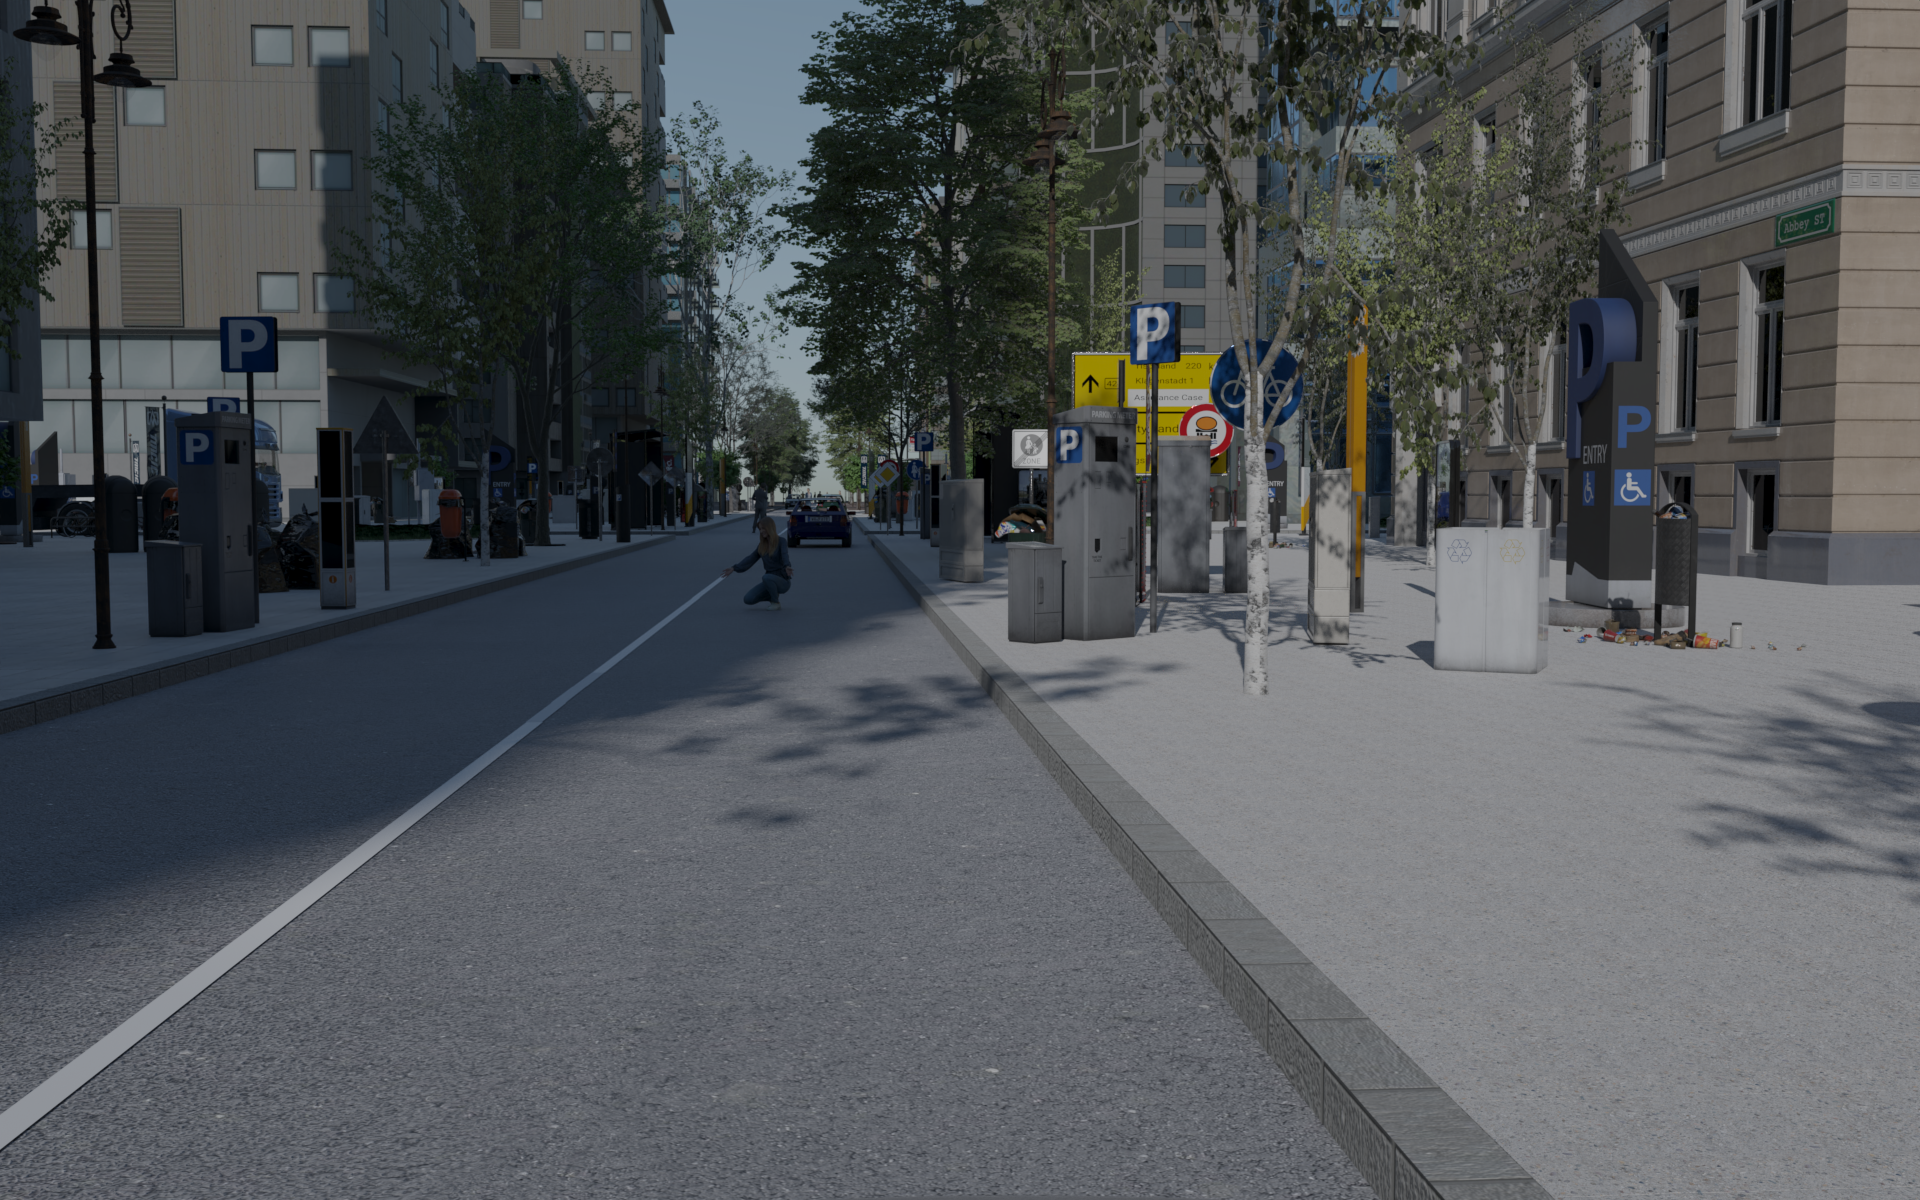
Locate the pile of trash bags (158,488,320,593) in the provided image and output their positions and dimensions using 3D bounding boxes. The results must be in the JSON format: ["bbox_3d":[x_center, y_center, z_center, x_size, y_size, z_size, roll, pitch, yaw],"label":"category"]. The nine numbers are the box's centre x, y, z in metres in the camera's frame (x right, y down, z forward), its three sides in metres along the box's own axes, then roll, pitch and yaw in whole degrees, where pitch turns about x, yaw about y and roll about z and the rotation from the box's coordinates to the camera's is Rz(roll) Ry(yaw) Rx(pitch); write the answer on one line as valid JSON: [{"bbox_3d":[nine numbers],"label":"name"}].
[{"bbox_3d":[-10.040,-0.857,23.760,3.447,1.369,1.912,3,5,40],"label":"pile of trash bags"}]

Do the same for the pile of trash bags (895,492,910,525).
[{"bbox_3d":[-0.998,-3.802,71.916,3.447,1.369,1.912,-1,4,-10],"label":"pile of trash bags"}]

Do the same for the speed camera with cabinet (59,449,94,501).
[{"bbox_3d":[-38.468,-4.972,75.632,2.038,3.252,0.660,1,4,11],"label":"speed camera with cabinet"}]

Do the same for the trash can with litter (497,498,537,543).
[{"bbox_3d":[-11.385,-2.057,45.012,1.055,1.170,0.624,3,5,41],"label":"trash can with litter"}]

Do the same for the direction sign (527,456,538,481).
[{"bbox_3d":[-25.397,-6.807,103.298,0.876,3.537,0.379,1,4,11],"label":"direction sign"}]

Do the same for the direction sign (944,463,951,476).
[{"bbox_3d":[-0.744,-8.170,125.571,0.876,3.537,0.379,1,4,14],"label":"direction sign"}]

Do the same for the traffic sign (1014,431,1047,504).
[{"bbox_3d":[1.137,-1.558,27.604,0.606,2.300,0.079,0,4,0],"label":"traffic sign"}]

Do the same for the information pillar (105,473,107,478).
[{"bbox_3d":[-29.983,-3.427,60.524,0.304,2.012,0.304,-3,5,-43],"label":"information pillar"}]

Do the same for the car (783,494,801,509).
[{"bbox_3d":[-15.876,-9.534,165.674,2.009,1.686,4.222,0,4,-5],"label":"car"}]

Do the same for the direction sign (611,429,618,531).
[{"bbox_3d":[-12.044,-4.192,60.542,0.379,3.537,0.876,-1,4,-20],"label":"direction sign"}]

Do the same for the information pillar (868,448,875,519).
[{"bbox_3d":[-4.479,-5.900,87.821,0.183,3.616,0.504,2,4,29],"label":"information pillar"}]

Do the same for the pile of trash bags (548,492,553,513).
[{"bbox_3d":[-18.809,-3.840,72.538,3.447,1.369,1.912,-1,4,-8],"label":"pile of trash bags"}]

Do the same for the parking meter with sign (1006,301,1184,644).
[{"bbox_3d":[1.176,-1.169,15.377,1.738,3.016,0.543,-3,5,-42],"label":"parking meter with sign"}]

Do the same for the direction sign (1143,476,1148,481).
[{"bbox_3d":[11.392,-7.135,108.661,0.876,3.537,0.379,0,4,-8],"label":"direction sign"}]

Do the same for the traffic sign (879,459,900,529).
[{"bbox_3d":[-2.579,-3.853,63.104,0.768,2.556,0.104,0,4,-1],"label":"traffic sign"}]

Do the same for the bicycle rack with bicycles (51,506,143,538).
[{"bbox_3d":[-25.545,-2.316,51.251,2.925,0.926,2.852,1,4,11],"label":"bicycle rack with bicycles"}]

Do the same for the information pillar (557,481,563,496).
[{"bbox_3d":[-22.328,-5.646,96.806,0.304,2.012,0.304,-1,4,-16],"label":"information pillar"}]

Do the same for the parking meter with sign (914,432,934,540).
[{"bbox_3d":[-0.852,-3.260,49.566,0.543,3.016,1.738,1,4,11],"label":"parking meter with sign"}]

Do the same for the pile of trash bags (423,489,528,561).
[{"bbox_3d":[-9.746,-1.508,34.404,1.912,1.369,3.447,0,4,-3],"label":"pile of trash bags"}]

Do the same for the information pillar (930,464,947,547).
[{"bbox_3d":[-0.520,-2.287,41.892,0.304,2.012,0.304,2,4,31],"label":"information pillar"}]

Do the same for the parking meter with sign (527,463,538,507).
[{"bbox_3d":[-23.813,-6.183,97.351,0.543,3.016,1.738,-2,4,-29],"label":"parking meter with sign"}]

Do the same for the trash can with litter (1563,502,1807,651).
[{"bbox_3d":[6.119,-0.248,15.116,1.678,1.210,2.233,-1,4,-10],"label":"trash can with litter"}]

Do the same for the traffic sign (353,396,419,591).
[{"bbox_3d":[-7.608,-1.402,22.934,0.884,2.594,0.081,0,4,-1],"label":"traffic sign"}]

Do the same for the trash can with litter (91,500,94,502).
[{"bbox_3d":[-34.120,-3.460,67.966,0.624,1.170,1.055,3,5,42],"label":"trash can with litter"}]

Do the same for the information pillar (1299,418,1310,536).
[{"bbox_3d":[10.658,-3.795,53.404,0.183,3.616,0.504,2,4,34],"label":"information pillar"}]

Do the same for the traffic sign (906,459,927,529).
[{"bbox_3d":[-1.586,-3.895,63.793,0.768,2.556,0.104,0,4,1],"label":"traffic sign"}]

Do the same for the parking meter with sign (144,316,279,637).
[{"bbox_3d":[-7.026,-1.223,16.260,0.543,3.016,1.738,0,4,3],"label":"parking meter with sign"}]

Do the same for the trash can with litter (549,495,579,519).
[{"bbox_3d":[-20.934,-4.817,89.807,2.233,1.210,1.678,-2,4,-33],"label":"trash can with litter"}]

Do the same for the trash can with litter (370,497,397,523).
[{"bbox_3d":[-25.119,-3.918,75.451,0.624,1.170,1.055,3,4,38],"label":"trash can with litter"}]

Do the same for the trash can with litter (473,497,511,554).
[{"bbox_3d":[-10.424,-1.622,37.579,2.233,1.210,1.678,-2,4,-30],"label":"trash can with litter"}]

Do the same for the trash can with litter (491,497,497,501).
[{"bbox_3d":[-17.900,-3.361,66.335,0.624,1.170,1.055,0,4,2],"label":"trash can with litter"}]

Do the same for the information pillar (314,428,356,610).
[{"bbox_3d":[-6.946,-0.906,19.297,0.304,2.012,0.304,0,4,1],"label":"information pillar"}]

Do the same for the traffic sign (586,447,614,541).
[{"bbox_3d":[-9.802,-2.879,47.184,0.768,2.556,0.104,0,4,2],"label":"traffic sign"}]

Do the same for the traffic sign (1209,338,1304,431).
[{"bbox_3d":[2.432,-0.867,14.287,0.768,2.556,0.104,0,4,2],"label":"traffic sign"}]

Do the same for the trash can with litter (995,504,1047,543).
[{"bbox_3d":[0.910,-0.528,20.022,0.624,1.170,1.055,2,4,30],"label":"trash can with litter"}]

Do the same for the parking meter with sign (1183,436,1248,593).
[{"bbox_3d":[2.916,-1.605,22.505,1.738,3.016,0.543,0,4,3],"label":"parking meter with sign"}]

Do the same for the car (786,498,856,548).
[{"bbox_3d":[-3.845,-2.150,47.732,1.945,1.354,3.894,0,4,-3],"label":"car"}]

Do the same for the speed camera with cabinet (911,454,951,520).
[{"bbox_3d":[-1.352,-5.534,84.823,2.038,3.252,0.660,0,4,-3],"label":"speed camera with cabinet"}]

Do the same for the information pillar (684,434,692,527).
[{"bbox_3d":[-10.582,-4.659,67.523,0.183,3.616,0.504,1,4,13],"label":"information pillar"}]

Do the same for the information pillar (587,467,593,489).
[{"bbox_3d":[-20.222,-6.319,94.665,0.504,3.616,0.183,3,5,45],"label":"information pillar"}]

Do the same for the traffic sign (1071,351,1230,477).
[{"bbox_3d":[2.727,-1.893,24.830,2.265,3.308,0.079,0,4,2],"label":"traffic sign"}]

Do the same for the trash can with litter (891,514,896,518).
[{"bbox_3d":[-3.608,-4.993,93.022,0.624,1.170,1.055,-2,4,-29],"label":"trash can with litter"}]

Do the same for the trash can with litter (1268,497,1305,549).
[{"bbox_3d":[7.464,-1.876,41.727,1.678,1.210,2.233,1,4,13],"label":"trash can with litter"}]

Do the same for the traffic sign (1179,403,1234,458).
[{"bbox_3d":[3.440,-1.478,24.276,0.768,2.556,0.104,0,4,1],"label":"traffic sign"}]

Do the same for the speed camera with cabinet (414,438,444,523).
[{"bbox_3d":[-18.719,-4.085,61.118,0.660,3.252,2.038,-2,4,-31],"label":"speed camera with cabinet"}]

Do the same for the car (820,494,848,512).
[{"bbox_3d":[-7.443,-5.531,100.214,2.009,1.686,4.222,0,4,-5],"label":"car"}]

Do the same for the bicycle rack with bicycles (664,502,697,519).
[{"bbox_3d":[-15.251,-4.772,91.406,2.925,0.926,2.852,3,5,41],"label":"bicycle rack with bicycles"}]

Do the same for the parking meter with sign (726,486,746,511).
[{"bbox_3d":[-17.344,-8.396,133.538,1.738,3.016,0.543,-3,5,-41],"label":"parking meter with sign"}]
